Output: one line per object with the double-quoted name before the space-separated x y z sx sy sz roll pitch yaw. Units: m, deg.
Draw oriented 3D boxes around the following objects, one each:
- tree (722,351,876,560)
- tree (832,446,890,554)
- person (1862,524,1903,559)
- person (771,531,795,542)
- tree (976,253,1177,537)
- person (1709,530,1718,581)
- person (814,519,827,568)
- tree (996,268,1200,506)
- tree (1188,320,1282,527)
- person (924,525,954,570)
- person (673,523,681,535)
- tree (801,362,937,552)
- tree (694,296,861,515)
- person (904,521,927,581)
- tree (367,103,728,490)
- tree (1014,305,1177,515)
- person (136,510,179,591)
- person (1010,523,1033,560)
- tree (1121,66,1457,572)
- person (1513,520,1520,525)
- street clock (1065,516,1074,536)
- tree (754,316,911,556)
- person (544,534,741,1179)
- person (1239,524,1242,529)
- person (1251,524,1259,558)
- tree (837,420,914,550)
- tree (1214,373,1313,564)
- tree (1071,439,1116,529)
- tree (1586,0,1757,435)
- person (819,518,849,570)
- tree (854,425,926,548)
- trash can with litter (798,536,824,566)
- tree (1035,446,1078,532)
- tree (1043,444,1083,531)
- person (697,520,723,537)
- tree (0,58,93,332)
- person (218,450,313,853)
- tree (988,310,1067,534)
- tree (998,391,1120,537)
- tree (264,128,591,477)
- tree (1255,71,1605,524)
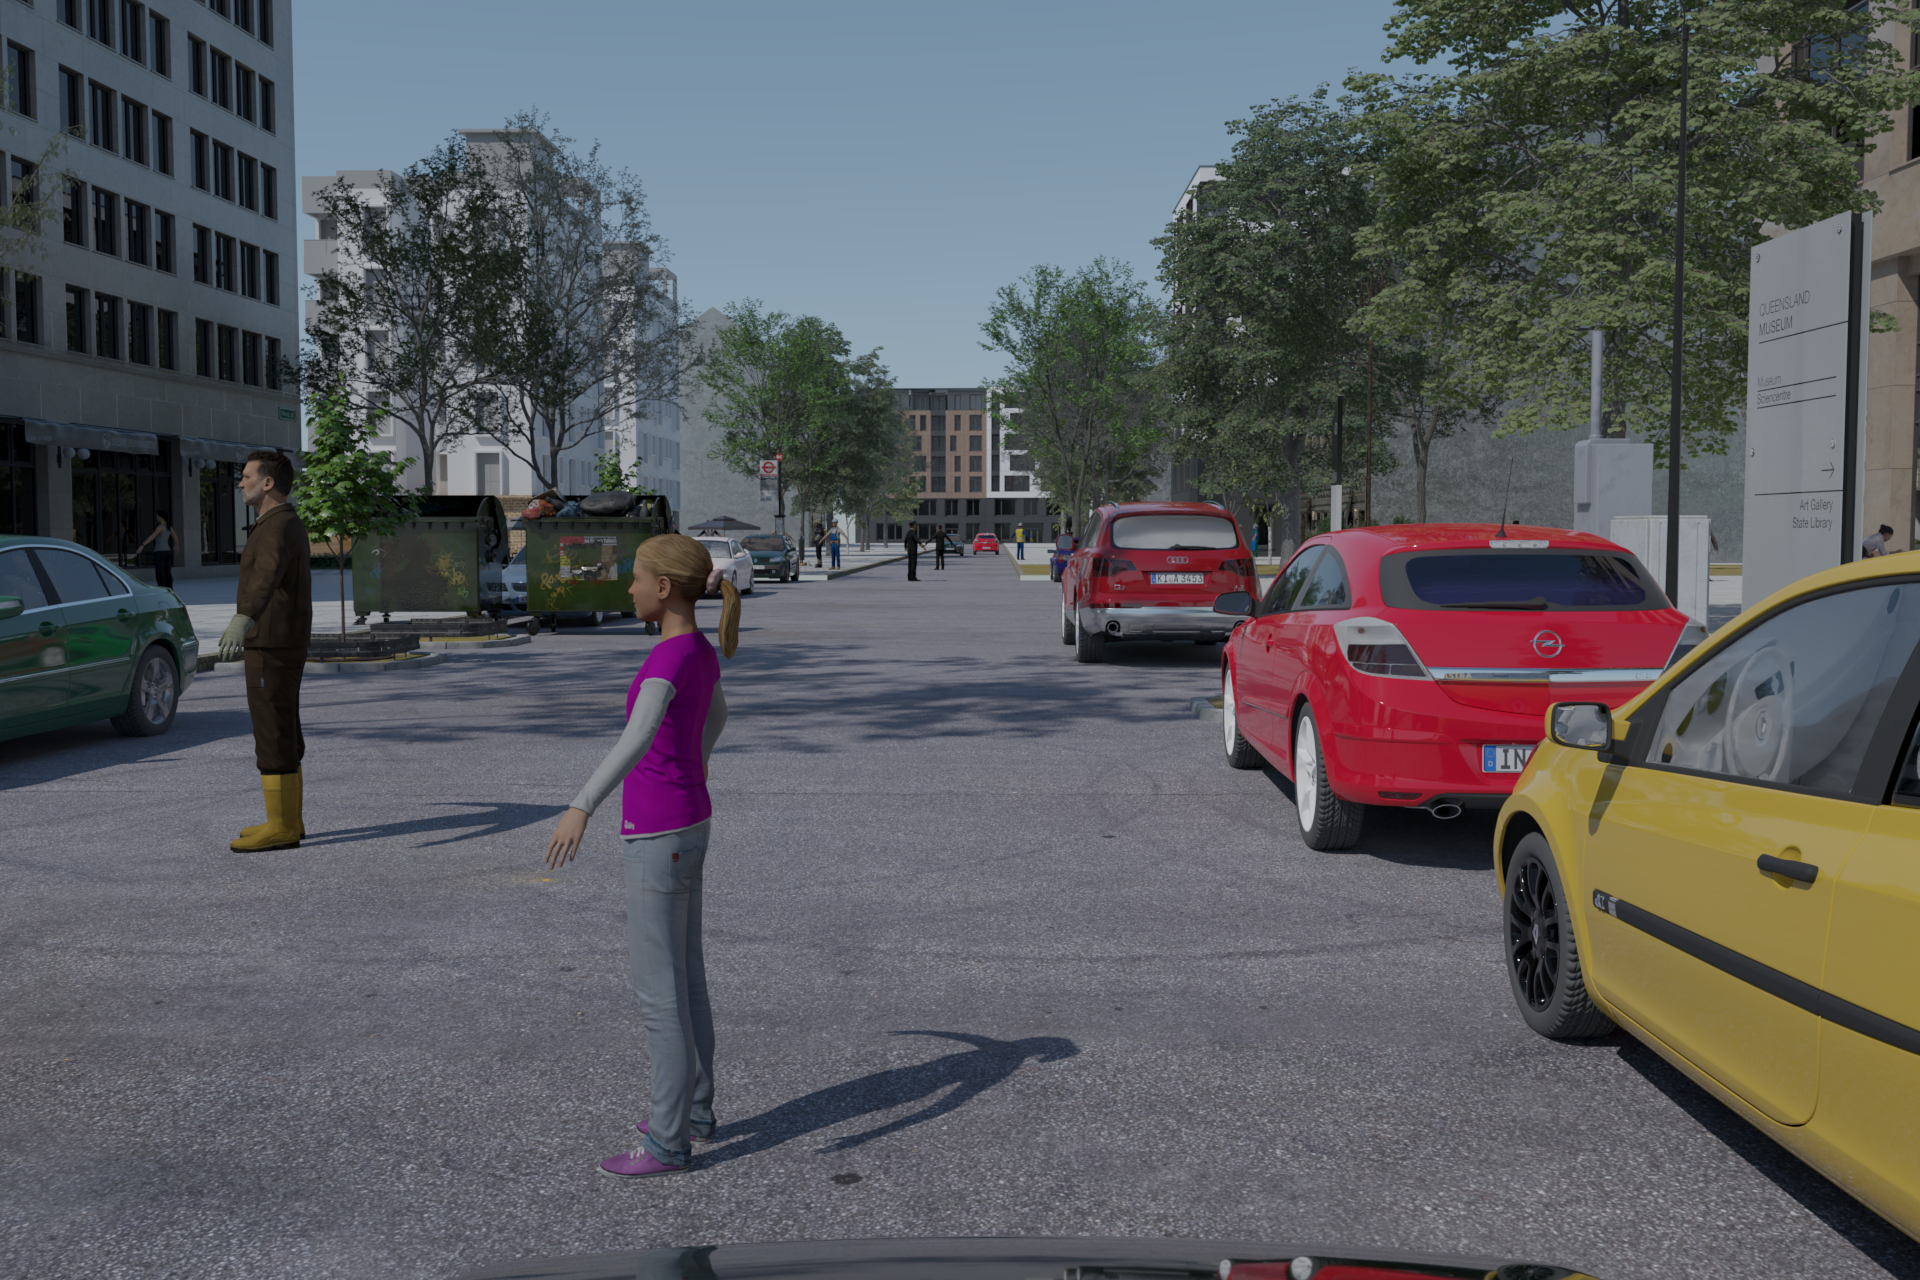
"tree" -7.894 -9.199 84.824 8.767 10.594 7.601 1 4 11
"tree" -6.922 -9.752 109.814 4.737 8.622 4.395 0 3 0
"person" 14.175 -1.085 26.974 0.799 1.438 0.628 -2 4 -35
"person" -6.906 -3.638 66.276 1.217 1.733 0.721 0 4 -6
"tree" 4.369 -8.546 65.488 9.928 11.665 9.643 0 3 0
"person" 20.098 -2.459 46.804 0.990 1.755 0.434 -1 4 -12
"person" -5.380 -3.664 65.683 0.705 1.856 1.354 0 4 0
"tree" 6.775 -10.446 81.164 12.009 13.543 11.850 0 3 0
"tree" 9.255 -6.612 58.475 4.737 8.622 4.395 0 3 0
"person" -0.813 -3.687 68.964 1.346 1.802 0.704 -2 4 -28
"person" -13.304 -4.535 80.339 1.347 1.806 0.705 -2 4 -32
"tree" -6.835 -13.017 123.202 12.009 13.543 11.850 0 3 0
"tree" -7.986 -9.217 76.460 9.928 11.665 9.643 0 3 0
"person" -1.410 -2.702 52.569 0.705 1.837 1.347 -2 4 -29
"tree" -12.012 -8.570 50.495 12.009 13.543 11.850 0 3 0
"tree" 7.433 -11.391 92.894 9.857 13.997 8.962 0 3 0
"person" -15.186 -1.593 32.849 0.721 1.737 1.217 1 4 9
"person" 2.996 -4.852 85.302 1.349 1.833 0.705 3 4 36
"tree" 9.218 -8.674 48.467 9.857 13.997 8.962 0 3 0
"person" 18.625 -3.120 57.728 0.721 1.740 1.216 0 4 0
"street clock" 4.420 -4.009 70.117 0.358 2.002 0.471 0 4 1
"tree" -7.542 -11.881 100.913 9.857 13.997 8.962 0 3 0
"person" -0.722 0.475 3.961 0.599 1.433 0.991 0 4 8
"person" 13.874 -4.900 86.573 0.721 1.772 1.216 0 4 -7
"person" 15.846 -5.316 93.042 0.704 1.817 1.347 1 4 12
"tree" -7.252 -13.043 139.011 9.928 11.665 9.643 0 3 0
"tree" 12.923 -7.476 72.598 4.737 8.622 4.395 0 3 0
"tree" 7.516 -9.540 106.334 4.737 8.622 4.395 0 3 0
"tree" 26.649 -12.417 58.901 12.611 20.169 13.585 0 3 0
"person" -4.499 -3.456 62.363 1.347 1.847 0.705 2 4 33
"tree" -7.111 -14.602 156.874 7.486 12.596 7.792 0 3 0
"trash can with litter" -6.271 -3.624 70.303 1.678 1.210 2.233 0 4 3
"tree" 7.739 -10.780 126.618 4.737 8.622 4.395 0 3 0
"tree" 8.532 -11.186 133.245 4.737 8.622 4.395 0 3 0
"person" -9.789 -3.770 67.782 1.345 1.843 0.704 -1 4 -12
"tree" -12.871 -4.224 19.417 4.360 8.622 3.978 0 3 0
"person" -3.178 0.040 7.940 0.704 1.812 1.346 -1 4 -15
"tree" 8.292 -17.714 145.508 12.611 20.169 13.585 0 3 0
"tree" 7.688 -12.537 115.351 12.009 13.543 11.850 0 3 0
"tree" -11.821 -6.405 39.128 7.601 10.594 8.767 -3 5 -41
"tree" 9.401 -6.213 36.001 7.601 10.594 8.767 -2 4 -33
